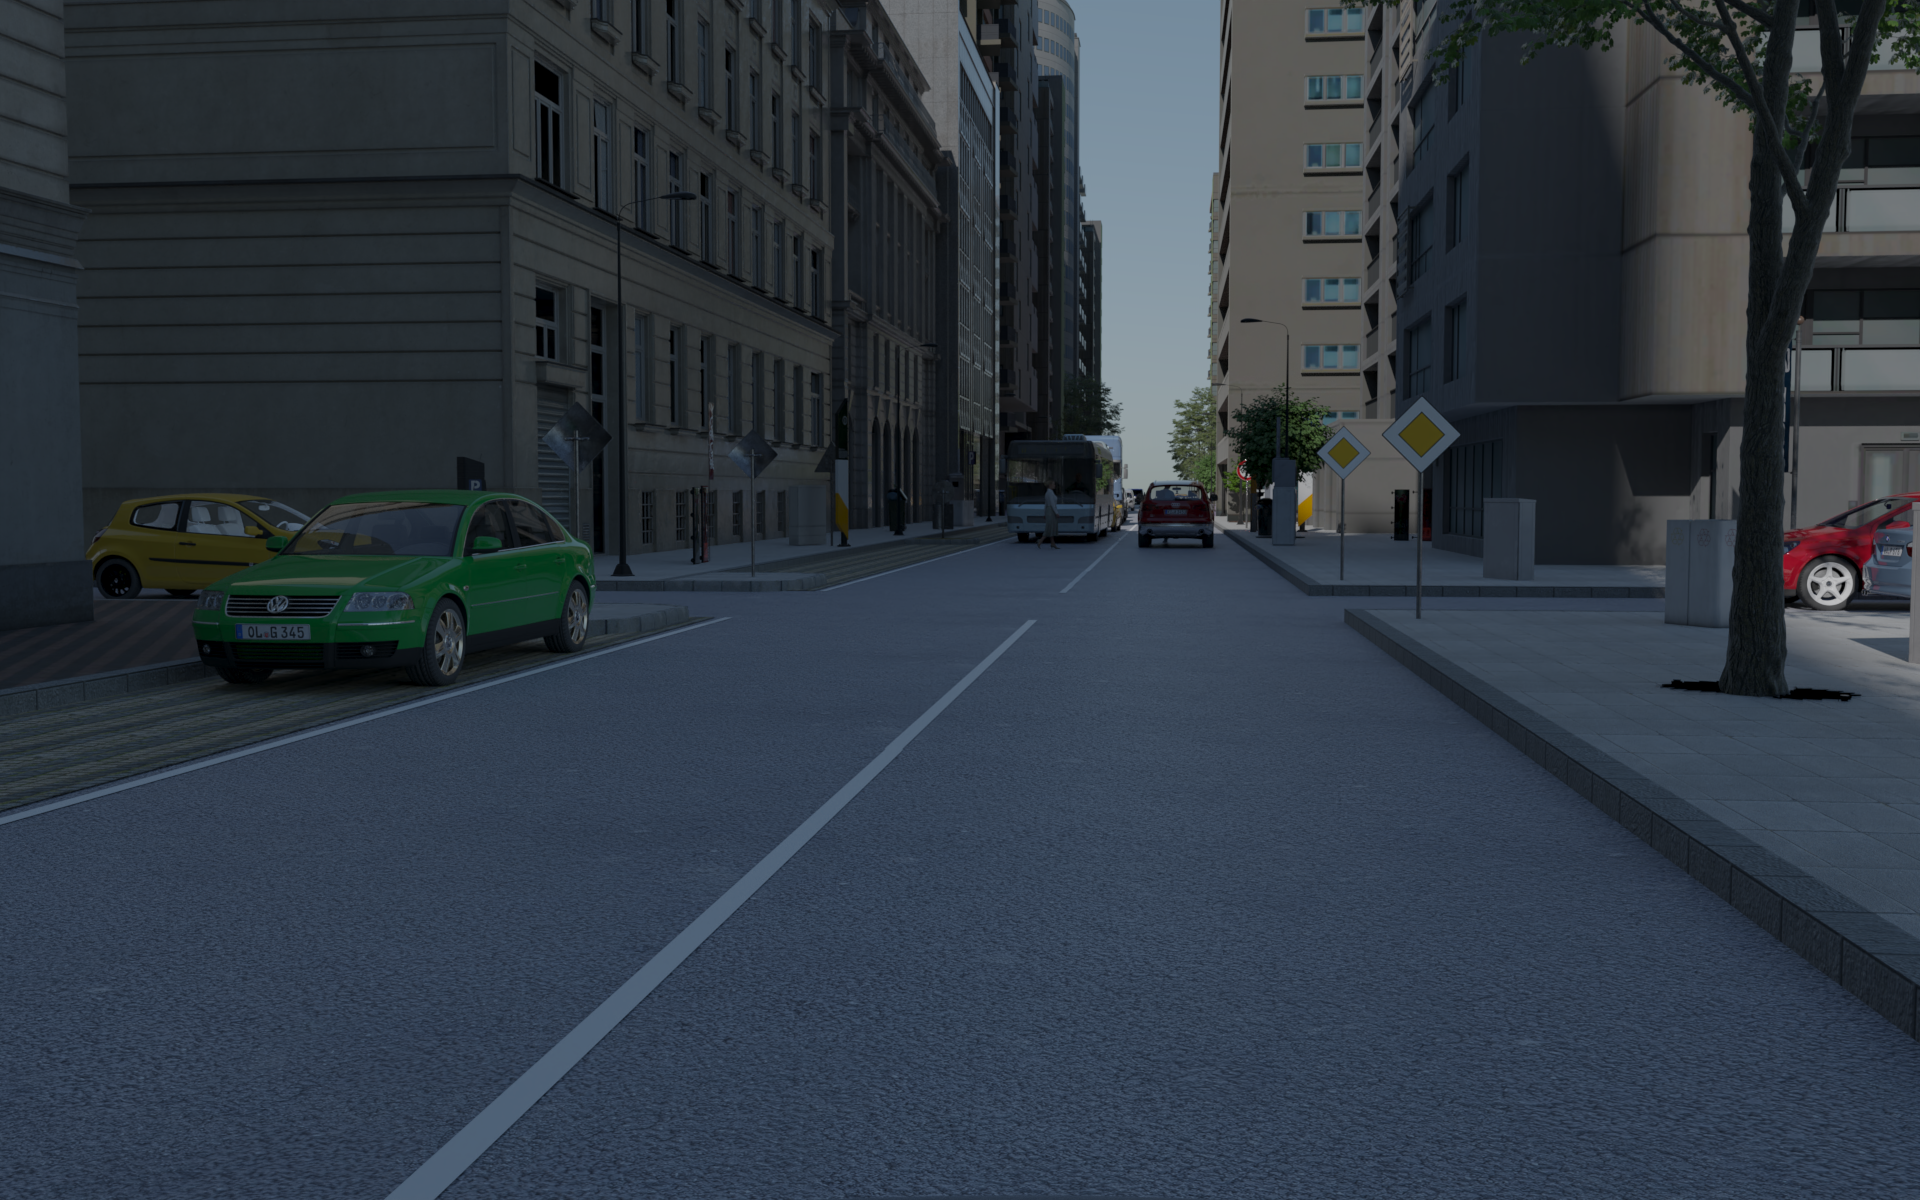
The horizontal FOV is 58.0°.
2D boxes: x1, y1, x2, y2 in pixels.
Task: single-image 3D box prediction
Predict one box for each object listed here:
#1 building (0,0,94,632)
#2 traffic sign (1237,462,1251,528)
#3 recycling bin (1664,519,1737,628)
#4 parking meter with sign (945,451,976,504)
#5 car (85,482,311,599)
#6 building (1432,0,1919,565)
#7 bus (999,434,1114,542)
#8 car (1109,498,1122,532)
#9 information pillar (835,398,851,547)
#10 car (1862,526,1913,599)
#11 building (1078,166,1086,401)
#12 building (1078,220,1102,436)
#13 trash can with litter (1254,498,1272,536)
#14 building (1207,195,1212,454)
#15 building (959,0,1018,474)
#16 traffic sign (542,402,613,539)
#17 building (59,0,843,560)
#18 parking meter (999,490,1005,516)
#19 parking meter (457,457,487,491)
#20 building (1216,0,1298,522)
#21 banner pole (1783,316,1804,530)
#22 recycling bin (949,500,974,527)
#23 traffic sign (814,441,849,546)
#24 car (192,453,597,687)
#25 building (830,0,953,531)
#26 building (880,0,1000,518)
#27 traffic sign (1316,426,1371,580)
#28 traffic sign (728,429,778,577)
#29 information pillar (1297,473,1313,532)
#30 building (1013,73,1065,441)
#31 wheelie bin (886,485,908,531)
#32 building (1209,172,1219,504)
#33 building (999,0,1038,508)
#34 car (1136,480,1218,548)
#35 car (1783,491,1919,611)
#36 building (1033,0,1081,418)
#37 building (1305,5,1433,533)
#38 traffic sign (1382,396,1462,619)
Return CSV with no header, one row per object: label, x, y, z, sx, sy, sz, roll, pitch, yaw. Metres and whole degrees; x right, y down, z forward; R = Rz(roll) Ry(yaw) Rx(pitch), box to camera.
building,-18.193,-10.042,13.338,18.267,20.994,9.793,0,4,7
traffic sign,10.721,-3.951,64.700,0.768,2.556,0.104,1,4,11
recycling bin,7.428,-0.269,16.951,0.722,1.027,0.722,-1,4,-19
parking meter with sign,-0.236,-4.529,70.307,1.738,3.016,0.543,-2,4,-27
car,-9.798,-0.827,23.747,3.980,1.641,2.015,0,4,6
building,16.371,-21.346,32.597,14.086,41.232,14.154,0,4,7
bus,3.334,-3.689,55.180,2.948,3.499,13.247,0,4,7
car,5.278,-3.460,66.795,2.015,1.641,3.980,1,4,9
information pillar,-2.859,-3.098,42.005,0.183,3.616,0.504,2,4,27
car,12.689,-0.457,19.468,4.499,1.417,2.014,0,4,6
building,5.261,-37.379,230.748,23.786,49.044,30.456,0,4,7
building,13.354,-34.789,252.402,14.154,41.232,14.086,0,4,7
trash can with litter,9.374,-2.576,53.503,0.624,1.170,1.055,0,4,6
building,45.882,-35.944,242.310,22.147,44.769,28.867,0,4,7
building,-7.747,-28.276,116.937,22.147,44.769,28.867,0,4,7
traffic sign,-4.162,-0.930,18.851,0.795,2.450,0.064,0,4,7
building,-13.163,-12.897,44.154,16.112,22.955,30.059,0,4,7
parking meter,2.453,-5.682,101.308,0.372,1.533,0.369,0,3,0
parking meter,-7.680,-1.318,27.268,0.255,1.863,0.399,3,5,43
building,24.187,-28.373,87.601,21.300,48.544,21.600,0,4,7
banner pole,11.774,-2.120,24.681,0.401,3.779,0.863,0,4,-5
recycling bin,0.061,-3.442,68.835,0.722,1.027,0.722,3,5,40
traffic sign,-3.159,-2.608,42.640,0.884,2.594,0.081,1,4,10
car,-4.480,-0.338,14.327,1.959,1.807,4.718,0,4,7
building,-8.364,-14.007,70.810,13.314,21.916,24.055,0,4,7
building,-4.856,-16.790,92.542,12.078,24.808,19.932,0,4,7
traffic sign,5.674,-1.348,25.688,0.795,2.450,0.064,0,4,7
traffic sign,-3.203,-1.415,26.779,0.795,2.450,0.064,0,4,7
information pillar,11.680,-4.113,58.595,0.504,3.616,0.183,1,4,18
building,2.543,-29.446,165.039,14.154,41.232,14.086,0,4,7
wheelie bin,-2.168,-3.167,59.691,0.693,1.594,0.980,0,4,4
building,39.150,-32.908,221.638,14.154,41.232,14.086,0,4,7
building,-7.659,-33.992,145.015,28.713,52.752,27.495,0,4,7
car,5.976,-2.393,47.797,2.281,1.827,5.304,0,4,8
car,12.036,-0.784,21.862,4.494,1.783,2.155,0,4,7
building,2.599,-40.324,201.288,21.231,58.520,28.212,0,4,7
building,23.051,-37.892,57.785,20.563,71.187,20.611,0,4,7
traffic sign,4.715,-0.863,17.760,0.795,2.450,0.064,0,4,7
